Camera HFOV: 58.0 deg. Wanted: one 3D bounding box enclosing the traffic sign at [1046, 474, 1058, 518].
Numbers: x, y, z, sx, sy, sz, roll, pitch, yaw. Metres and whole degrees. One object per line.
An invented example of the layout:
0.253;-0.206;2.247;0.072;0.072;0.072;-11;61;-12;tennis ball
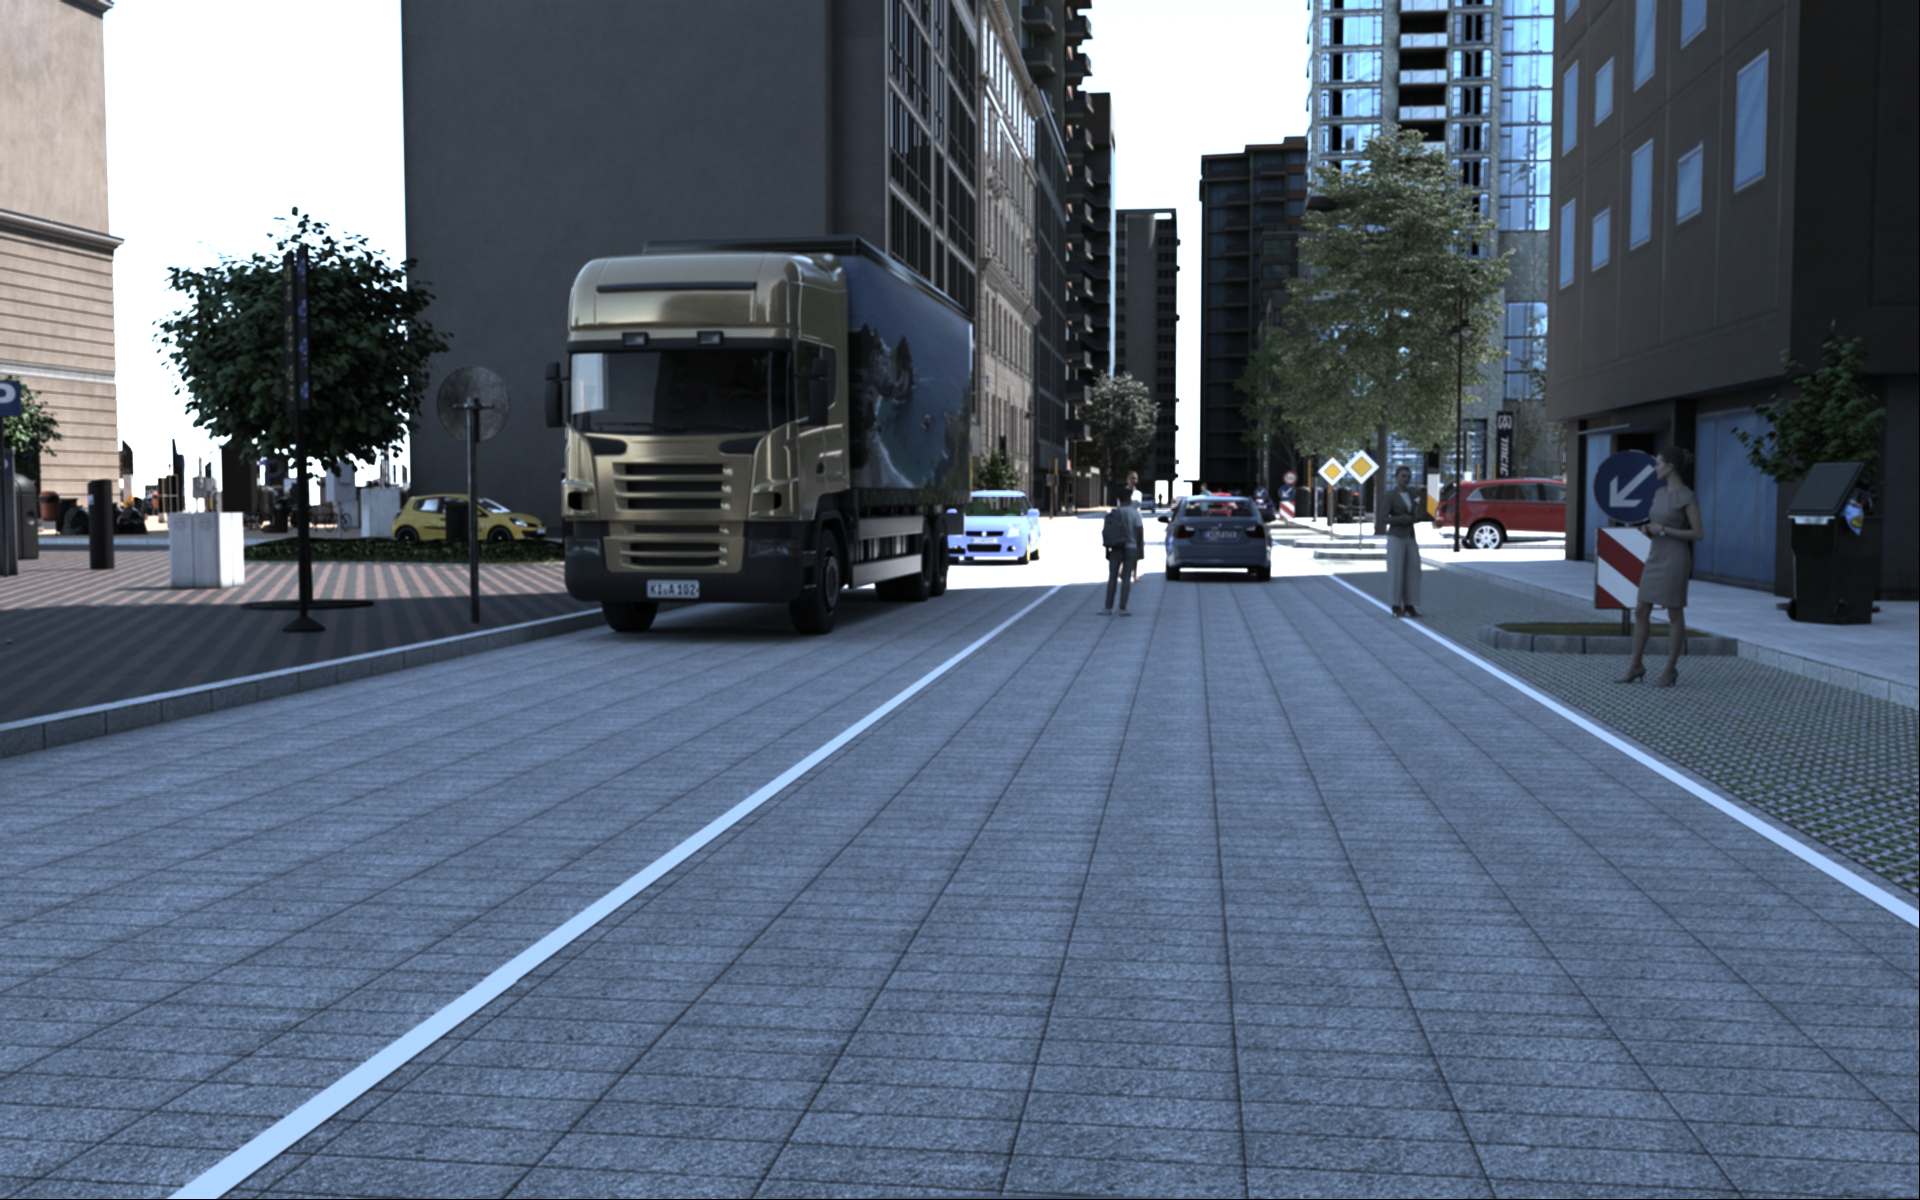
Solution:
4.696;-5.277;88.403;0.606;2.300;0.079;1;4;17;traffic sign

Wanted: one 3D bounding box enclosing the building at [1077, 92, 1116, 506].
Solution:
9.667;-33.059;190.625;14.200;45.320;14.600;0;4;8;building

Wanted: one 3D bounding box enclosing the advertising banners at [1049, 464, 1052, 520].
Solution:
4.440;-5.436;85.060;0.090;3.025;2.074;0;4;5;advertising banners

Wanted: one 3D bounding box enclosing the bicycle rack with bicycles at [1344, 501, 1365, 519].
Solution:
20.867;-4.621;88.934;2.925;0.926;2.852;-1;4;-17;bicycle rack with bicycles

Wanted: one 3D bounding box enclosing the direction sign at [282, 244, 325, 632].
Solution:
-6.163;-1.478;16.162;0.379;3.537;0.876;-2;4;-34;direction sign

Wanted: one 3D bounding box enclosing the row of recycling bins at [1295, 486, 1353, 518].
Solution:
19.749;-5.327;94.214;3.534;1.692;1.069;-2;4;-24;row of recycling bins

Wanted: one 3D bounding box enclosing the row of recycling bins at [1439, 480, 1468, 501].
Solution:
15.794;-2.645;50.351;3.534;1.692;1.069;-1;4;-13;row of recycling bins

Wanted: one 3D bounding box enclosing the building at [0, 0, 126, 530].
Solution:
-42.367;-16.770;60.087;20.117;28.700;13.634;0;4;8;building

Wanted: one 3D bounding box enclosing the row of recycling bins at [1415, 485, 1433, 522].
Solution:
21.749;-4.496;80.624;1.069;1.692;3.534;0;4;6;row of recycling bins

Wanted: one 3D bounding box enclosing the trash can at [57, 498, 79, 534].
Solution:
-29.020;-2.728;56.257;0.748;1.137;0.748;0;3;0;trash can

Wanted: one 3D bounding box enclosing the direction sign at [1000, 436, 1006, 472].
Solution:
1.671;-4.630;67.692;0.379;3.537;0.876;-1;4;-13;direction sign

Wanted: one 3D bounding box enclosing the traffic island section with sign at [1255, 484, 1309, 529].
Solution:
13.379;-3.855;71.664;1.989;1.847;2.006;0;4;8;traffic island section with sign

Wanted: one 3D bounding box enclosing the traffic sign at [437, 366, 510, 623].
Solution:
-4.840;-1.046;17.209;0.768;2.556;0.104;1;4;9;traffic sign

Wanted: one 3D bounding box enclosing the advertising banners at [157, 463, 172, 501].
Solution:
-44.915;-6.219;97.873;0.090;3.025;2.074;0;4;-3;advertising banners

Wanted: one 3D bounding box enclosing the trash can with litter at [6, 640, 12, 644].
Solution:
-9.224;-0.255;15.228;1.678;1.210;2.233;-2;4;-24;trash can with litter

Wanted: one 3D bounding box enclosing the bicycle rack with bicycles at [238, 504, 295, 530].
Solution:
-24.844;-2.978;62.075;2.925;0.926;2.852;0;4;-7;bicycle rack with bicycles

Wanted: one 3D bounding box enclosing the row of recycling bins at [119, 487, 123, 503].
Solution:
-39.478;-4.459;80.013;1.069;1.692;3.534;0;4;-8;row of recycling bins

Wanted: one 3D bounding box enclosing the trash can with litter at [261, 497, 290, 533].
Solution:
-22.601;-2.794;57.064;1.055;1.170;0.624;2;4;25;trash can with litter

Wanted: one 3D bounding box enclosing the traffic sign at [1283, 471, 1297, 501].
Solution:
18.403;-5.902;96.596;0.768;2.556;0.104;1;4;12;traffic sign

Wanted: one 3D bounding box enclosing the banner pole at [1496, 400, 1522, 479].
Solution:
14.609;-3.426;46.026;0.863;3.779;0.401;-1;4;-9;banner pole

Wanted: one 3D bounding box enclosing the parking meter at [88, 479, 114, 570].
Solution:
-14.669;-1.295;29.577;0.372;1.533;0.369;0;3;0;parking meter

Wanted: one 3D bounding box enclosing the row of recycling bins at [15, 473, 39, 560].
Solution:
-19.669;-1.689;34.725;3.534;1.692;1.069;3;4;37;row of recycling bins

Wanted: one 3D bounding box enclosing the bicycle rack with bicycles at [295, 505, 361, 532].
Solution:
-20.712;-2.824;59.553;2.852;0.926;2.925;0;4;5;bicycle rack with bicycles

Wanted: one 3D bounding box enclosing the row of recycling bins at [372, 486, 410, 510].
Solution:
-30.081;-5.207;92.244;3.534;1.692;1.069;2;4;26;row of recycling bins

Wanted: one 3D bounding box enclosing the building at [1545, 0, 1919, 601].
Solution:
17.526;-22.945;25.263;14.600;45.320;14.200;0;4;8;building

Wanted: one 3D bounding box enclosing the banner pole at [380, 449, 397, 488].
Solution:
-25.310;-5.271;76.191;0.401;3.779;0.863;1;4;19;banner pole

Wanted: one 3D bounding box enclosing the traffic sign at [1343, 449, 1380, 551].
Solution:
8.969;-2.147;38.747;0.795;2.450;0.064;0;4;8;traffic sign

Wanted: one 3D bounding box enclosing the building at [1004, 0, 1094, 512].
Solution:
-0.900;-29.579;138.233;22.147;44.769;28.867;0;4;8;building

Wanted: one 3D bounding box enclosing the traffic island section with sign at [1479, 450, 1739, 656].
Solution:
5.998;-0.469;16.292;1.989;1.847;2.006;0;4;8;traffic island section with sign

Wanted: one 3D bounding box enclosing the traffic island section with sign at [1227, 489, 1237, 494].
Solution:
27.107;-10.153;174.624;1.989;1.847;2.006;0;4;8;traffic island section with sign

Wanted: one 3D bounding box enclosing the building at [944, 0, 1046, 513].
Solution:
-3.039;-17.609;85.162;12.463;27.353;25.104;0;4;8;building

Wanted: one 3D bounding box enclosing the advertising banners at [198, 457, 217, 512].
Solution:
-35.033;-5.165;80.629;0.090;3.025;2.074;-3;5;-43;advertising banners

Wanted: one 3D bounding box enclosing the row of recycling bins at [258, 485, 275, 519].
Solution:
-33.152;-4.527;81.134;1.069;1.692;3.534;0;4;5;row of recycling bins

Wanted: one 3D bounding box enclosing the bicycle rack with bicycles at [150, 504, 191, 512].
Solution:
-50.880;-6.003;111.537;2.925;0.926;2.852;0;4;7;bicycle rack with bicycles

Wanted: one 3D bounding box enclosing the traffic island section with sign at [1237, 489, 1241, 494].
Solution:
16.941;-5.490;98.384;1.989;1.847;2.006;0;4;8;traffic island section with sign

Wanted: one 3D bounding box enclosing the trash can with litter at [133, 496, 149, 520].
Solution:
-40.433;-4.516;85.217;0.624;1.170;1.055;0;4;1;trash can with litter

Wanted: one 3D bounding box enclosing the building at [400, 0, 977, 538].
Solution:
-7.661;-16.362;61.032;14.314;27.812;24.014;0;4;8;building

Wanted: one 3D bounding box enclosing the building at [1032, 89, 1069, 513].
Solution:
-1.073;-19.342;109.756;14.314;27.812;24.014;0;4;8;building

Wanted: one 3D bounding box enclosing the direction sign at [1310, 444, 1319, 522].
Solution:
16.107;-5.302;78.683;0.379;3.537;0.876;-1;4;-12;direction sign

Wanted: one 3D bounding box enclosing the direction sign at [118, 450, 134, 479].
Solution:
-43.434;-6.010;90.253;0.379;3.537;0.876;2;4;30;direction sign

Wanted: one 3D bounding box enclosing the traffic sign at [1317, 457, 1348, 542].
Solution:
10.024;-2.631;46.662;0.795;2.450;0.064;0;4;8;traffic sign

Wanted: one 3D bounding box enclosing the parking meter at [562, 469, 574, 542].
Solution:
-8.971;-2.074;39.626;0.255;1.863;0.399;-1;4;-12;parking meter

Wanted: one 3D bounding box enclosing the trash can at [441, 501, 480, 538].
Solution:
-10.045;-1.421;34.887;0.748;1.137;0.748;0;3;0;trash can
